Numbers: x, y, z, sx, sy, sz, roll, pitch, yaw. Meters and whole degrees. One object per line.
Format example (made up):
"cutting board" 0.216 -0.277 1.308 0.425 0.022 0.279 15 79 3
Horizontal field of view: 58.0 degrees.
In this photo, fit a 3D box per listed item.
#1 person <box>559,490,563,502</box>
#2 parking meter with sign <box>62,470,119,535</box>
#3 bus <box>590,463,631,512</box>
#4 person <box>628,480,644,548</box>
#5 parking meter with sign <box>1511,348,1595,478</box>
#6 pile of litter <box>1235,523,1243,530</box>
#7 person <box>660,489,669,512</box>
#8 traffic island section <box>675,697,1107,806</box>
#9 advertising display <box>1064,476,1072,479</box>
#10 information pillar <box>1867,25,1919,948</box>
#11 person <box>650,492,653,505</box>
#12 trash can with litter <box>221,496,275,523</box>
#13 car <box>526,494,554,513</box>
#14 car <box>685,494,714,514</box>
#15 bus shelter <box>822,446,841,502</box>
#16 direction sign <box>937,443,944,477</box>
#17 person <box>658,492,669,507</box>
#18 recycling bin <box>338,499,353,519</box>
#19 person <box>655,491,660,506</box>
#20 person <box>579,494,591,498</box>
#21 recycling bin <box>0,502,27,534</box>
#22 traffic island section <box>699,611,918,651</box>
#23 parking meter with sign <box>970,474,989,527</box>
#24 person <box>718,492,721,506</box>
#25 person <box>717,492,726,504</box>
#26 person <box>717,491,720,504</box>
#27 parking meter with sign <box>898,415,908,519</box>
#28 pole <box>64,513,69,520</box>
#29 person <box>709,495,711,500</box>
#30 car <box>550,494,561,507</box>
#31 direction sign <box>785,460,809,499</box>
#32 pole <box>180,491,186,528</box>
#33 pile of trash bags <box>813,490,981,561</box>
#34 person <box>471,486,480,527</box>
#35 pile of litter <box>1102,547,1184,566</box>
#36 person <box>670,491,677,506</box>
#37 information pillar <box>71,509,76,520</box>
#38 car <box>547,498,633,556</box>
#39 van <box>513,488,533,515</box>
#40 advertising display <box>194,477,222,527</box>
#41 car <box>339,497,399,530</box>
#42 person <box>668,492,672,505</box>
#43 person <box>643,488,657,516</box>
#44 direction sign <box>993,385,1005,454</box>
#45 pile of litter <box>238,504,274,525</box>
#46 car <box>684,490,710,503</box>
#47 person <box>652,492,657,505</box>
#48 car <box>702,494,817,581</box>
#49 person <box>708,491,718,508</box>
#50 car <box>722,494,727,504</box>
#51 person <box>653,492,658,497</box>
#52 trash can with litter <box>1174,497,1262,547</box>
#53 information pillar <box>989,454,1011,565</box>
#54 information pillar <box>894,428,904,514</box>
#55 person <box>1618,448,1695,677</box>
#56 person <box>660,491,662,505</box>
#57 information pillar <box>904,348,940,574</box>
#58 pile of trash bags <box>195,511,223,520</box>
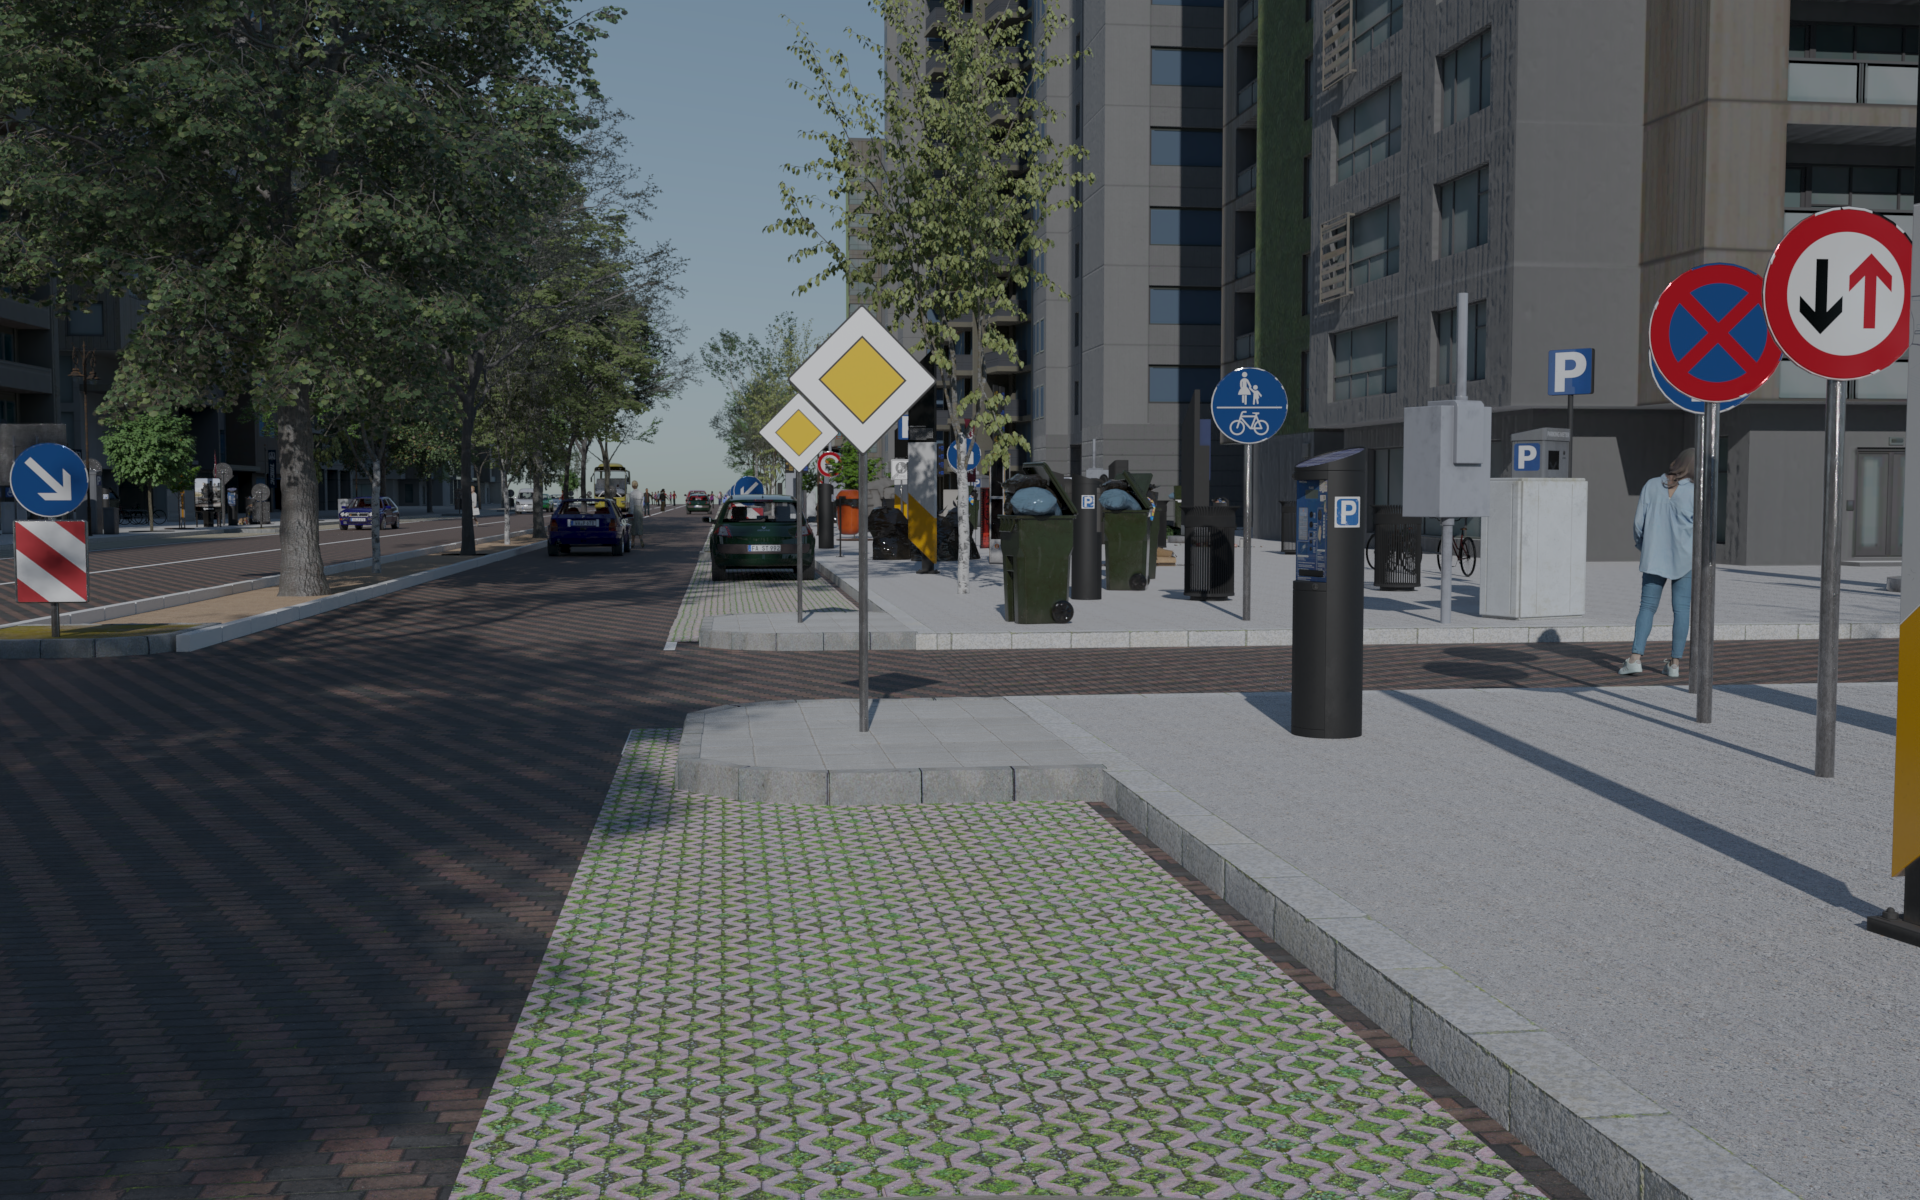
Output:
"person" -35.293 -8.888 153.783 0.705 1.831 1.348 0 4 6
"parking meter with sign" -27.625 -3.586 54.891 1.738 3.016 0.543 0 4 -2
"bus" -27.894 -9.023 139.077 2.896 3.916 12.252 -1 4 -9
"person" -8.621 -2.294 46.241 0.478 1.798 0.641 -2 4 -31
"parking meter with sign" 6.774 -1.471 20.320 0.543 3.016 1.738 3 5 44
"pile of litter" 9.391 -2.927 61.824 1.719 0.858 1.176 1 4 16
"person" -23.278 -7.821 135.997 0.705 1.869 1.348 -3 5 -40
"traffic island section" -0.500 0.790 9.372 2.009 0.180 2.903 0 4 -8
"advertising display" 3.717 -3.534 62.999 0.974 1.923 0.123 0 4 0
"information pillar" 2.816 -0.820 4.758 0.183 3.616 0.504 -1 4 -15
"person" -40.605 -13.382 228.005 0.721 1.735 1.217 -1 4 -20
"trash can with litter" -32.034 -4.072 77.642 2.233 1.210 1.678 1 4 18
"car" -32.847 -7.746 135.437 1.959 1.807 4.718 0 4 -7
"car" -18.534 -6.929 123.079 2.009 1.686 4.222 0 4 -6
"bus shelter" -6.206 -5.844 86.838 1.731 3.624 6.357 0 4 -8
"direction sign" -1.058 -5.206 77.113 0.876 3.537 0.379 -3 5 -40
"person" -31.637 -10.809 185.172 1.348 1.831 0.705 1 4 21
"recycling bin" -31.198 -4.631 88.273 0.722 1.027 0.722 3 5 43
"person" -36.405 -12.262 208.964 0.705 1.826 1.348 1 4 18
"person" -32.041 -8.482 148.009 1.217 1.723 0.721 -1 4 -22
"recycling bin" -30.436 -2.640 55.720 0.722 1.027 0.722 -2 4 -30
"traffic island section" -1.576 0.306 17.285 2.009 0.180 2.903 0 4 -8
"parking meter with sign" 0.862 -4.346 67.313 0.543 3.016 1.738 2 4 33
"person" -29.595 -12.477 213.430 0.436 1.711 0.756 -1 4 -16
"person" -30.082 -12.765 217.925 1.217 1.735 0.721 0 4 -6
"person" -32.925 -14.010 237.707 1.348 1.807 0.705 3 5 45
"parking meter with sign" -0.896 -2.510 37.295 0.543 3.016 1.738 -1 4 -14
"pole" -44.768 -5.676 86.640 0.158 3.312 0.155 0 3 0
"person" -26.801 -10.655 185.940 0.599 1.433 0.991 2 4 29
"car" -40.969 -10.027 175.949 2.014 1.417 4.499 0 4 -7
"direction sign" -6.078 -4.433 64.471 0.876 3.537 0.379 0 4 -1
"pole" -29.061 -4.333 64.693 0.158 3.312 0.155 0 3 0
"pile of trash bags" -1.212 -1.510 34.442 3.447 1.369 1.912 3 5 40
"person" -21.134 -4.064 75.299 0.624 1.780 0.694 -2 4 -35
"pile of litter" 3.367 -1.037 30.918 1.719 0.858 1.176 0 4 2
"person" -33.546 -11.906 203.104 0.705 1.831 1.348 2 4 24
"information pillar" -40.808 -4.611 79.877 0.304 2.012 0.304 -3 5 -42
"car" -8.820 -1.761 41.373 1.945 1.354 3.894 0 4 -7
"van" -30.554 -7.070 122.598 2.013 2.044 4.112 -1 4 -10
"advertising display" -29.166 -3.790 67.184 0.974 1.923 0.123 -1 4 -17
"car" -23.857 -3.509 69.957 1.945 1.354 3.894 0 4 -6
"person" -39.089 -13.729 233.648 1.217 1.739 0.721 2 4 32
"person" -20.387 -6.381 112.845 1.348 1.821 0.705 -2 4 -32
"direction sign" 0.811 -2.714 36.376 0.379 3.537 0.876 1 4 16
"pile of litter" -29.803 -3.601 72.834 1.719 0.858 1.176 -1 4 -13
"car" -23.323 -8.868 153.656 2.281 1.827 5.304 -1 4 -9
"person" -38.906 -12.966 221.181 1.217 1.739 0.721 0 4 -2
"car" -3.441 -1.229 29.883 2.009 1.686 4.222 0 4 -8
"person" -24.578 -9.969 172.171 1.217 1.739 0.721 2 4 25
"car" -30.966 -13.619 232.266 1.945 1.707 3.694 -1 4 -9
"person" -41.177 -13.839 235.499 1.217 1.736 0.721 -2 4 -25
"trash can with litter" 6.172 -1.907 42.237 1.678 1.210 2.233 -2 4 -34
"information pillar" 0.725 -1.657 31.581 0.304 2.012 0.304 1 4 22
"information pillar" -1.739 -3.749 52.645 0.504 3.616 0.183 0 4 5
"person" 5.555 -0.297 13.623 0.793 1.790 0.793 0 4 -4
"person" -24.532 -8.180 142.924 0.721 1.739 1.217 0 4 2
"information pillar" -0.590 -2.228 27.776 0.504 3.616 0.183 2 4 25
"pile of trash bags" -38.611 -4.722 86.955 3.447 1.369 1.912 2 4 30
